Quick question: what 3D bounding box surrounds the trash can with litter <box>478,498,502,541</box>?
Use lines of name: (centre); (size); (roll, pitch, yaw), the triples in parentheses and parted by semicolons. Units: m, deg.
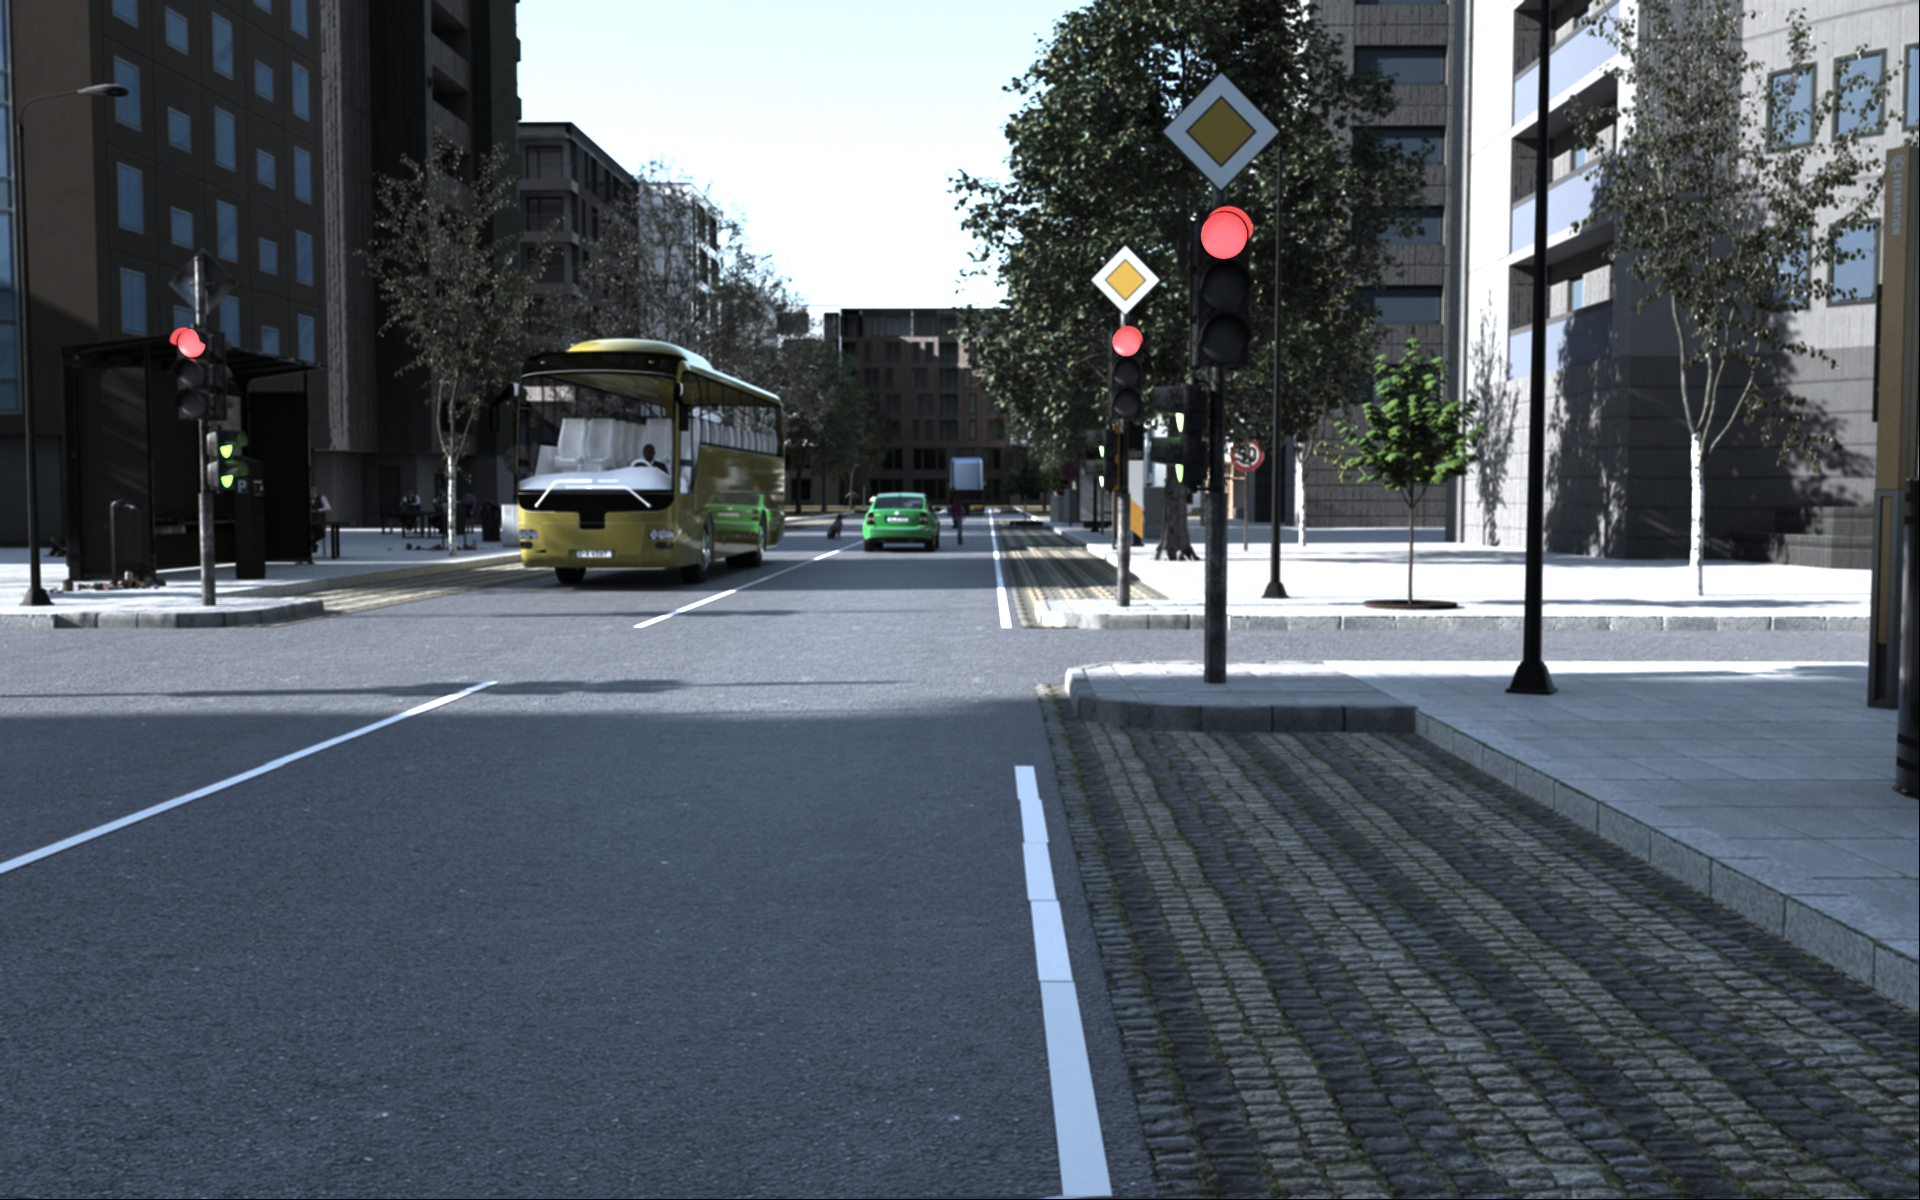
trash can with litter: (-12.496, -2.179, 47.016); (1.055, 1.170, 0.624); (-2, 4, -23)

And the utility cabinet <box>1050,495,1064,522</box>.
utility cabinet: (4.462, -4.191, 79.680); (0.306, 1.237, 1.020); (-1, 4, -19)

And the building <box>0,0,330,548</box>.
building: (-26.986, -24.258, 46.736); (14.600, 45.320, 14.200); (0, 4, 1)

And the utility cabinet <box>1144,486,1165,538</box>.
utility cabinet: (5.785, -2.489, 49.375); (0.318, 1.500, 1.173); (-3, 5, -43)

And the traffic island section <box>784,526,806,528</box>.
traffic island section: (-7.508, -3.049, 72.722); (1.991, 0.108, 1.994); (0, 4, 1)

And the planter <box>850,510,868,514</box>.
planter: (-6.720, -6.183, 122.228); (1.991, 0.319, 1.994); (0, 4, 1)

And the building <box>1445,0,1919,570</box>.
building: (27.098, -30.238, 36.384); (28.212, 58.520, 21.231); (0, 4, 1)

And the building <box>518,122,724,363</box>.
building: (-31.545, -16.382, 111.816); (27.936, 21.610, 32.646); (0, 4, 1)

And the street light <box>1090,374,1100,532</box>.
street light: (4.012, -5.240, 58.210); (1.470, 5.913, 1.316); (0, 4, 1)

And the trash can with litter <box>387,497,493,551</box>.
trash can with litter: (-12.023, -1.764, 39.900); (2.233, 1.210, 1.678); (0, 4, -1)

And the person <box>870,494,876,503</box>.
person: (-4.358, -4.716, 88.798); (0.628, 1.438, 0.799); (-3, 5, -40)

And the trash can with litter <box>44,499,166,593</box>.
trash can with litter: (-11.675, -0.761, 23.495); (1.678, 1.210, 2.233); (1, 4, 16)

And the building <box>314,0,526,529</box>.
building: (-26.312, -18.201, 69.293); (14.160, 30.474, 14.107); (0, 4, 1)

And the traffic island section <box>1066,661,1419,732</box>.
traffic island section: (1.760, 0.641, 11.801); (2.009, 0.180, 2.903); (0, 4, 1)

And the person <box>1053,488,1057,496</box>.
person: (6.784, -7.114, 123.298); (0.756, 1.711, 0.436); (-3, 5, -44)

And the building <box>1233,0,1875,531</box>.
building: (23.913, -32.829, 78.749); (21.231, 58.520, 28.212); (0, 4, 1)

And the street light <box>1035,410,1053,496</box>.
street light: (4.511, -7.477, 94.786); (1.470, 5.913, 1.316); (0, 4, 1)

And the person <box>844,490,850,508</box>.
person: (-10.468, -9.370, 160.704); (0.593, 1.643, 0.415); (-2, 4, -25)

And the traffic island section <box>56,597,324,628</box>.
traffic island section: (-8.673, 0.142, 19.958); (2.009, 0.180, 2.903); (0, 4, 1)

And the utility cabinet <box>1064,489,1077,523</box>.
utility cabinet: (5.005, -4.144, 76.433); (0.318, 1.500, 1.173); (2, 4, 33)

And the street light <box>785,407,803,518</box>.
street light: (-8.972, -7.366, 92.977); (1.470, 5.913, 1.316); (0, 4, 1)

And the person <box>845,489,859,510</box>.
person: (-8.906, -8.347, 143.218); (1.217, 1.736, 0.721); (-1, 4, -18)

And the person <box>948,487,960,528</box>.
person: (-0.258, -3.908, 73.079); (0.565, 1.739, 0.600); (3, 4, 37)

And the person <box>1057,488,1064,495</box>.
person: (9.634, -9.688, 164.449); (1.348, 1.822, 0.705); (-1, 4, -14)

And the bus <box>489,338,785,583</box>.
bus: (-5.193, -2.421, 31.132); (2.896, 3.916, 12.252); (0, 4, 2)

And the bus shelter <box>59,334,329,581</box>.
bus shelter: (-12.406, -2.283, 28.609); (1.731, 3.624, 6.357); (0, 4, 1)

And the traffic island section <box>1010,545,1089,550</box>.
traffic island section: (2.285, -1.338, 44.739); (1.991, 0.108, 1.994); (0, 4, 1)

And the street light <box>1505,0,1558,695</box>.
street light: (3.168, -2.356, 11.070); (1.470, 5.913, 1.316); (0, 4, 1)

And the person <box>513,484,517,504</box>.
person: (-11.598, -2.281, 45.550); (0.429, 1.552, 0.499); (1, 4, 14)

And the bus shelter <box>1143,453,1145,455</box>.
bus shelter: (6.163, -4.634, 69.690); (2.014, 3.302, 5.546); (0, 4, 1)

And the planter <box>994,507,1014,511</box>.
planter: (3.958, -7.874, 149.881); (1.991, 0.319, 1.994); (0, 4, 1)

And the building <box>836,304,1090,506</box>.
building: (3.503, -21.818, 200.695); (32.646, 21.610, 27.936); (0, 4, 1)

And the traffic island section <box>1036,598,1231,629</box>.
traffic island section: (1.887, 0.153, 19.785); (2.009, 0.180, 2.903); (0, 4, 1)

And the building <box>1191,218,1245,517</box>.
building: (21.494, -14.936, 100.621); (16.016, 20.091, 11.380); (0, 4, 1)

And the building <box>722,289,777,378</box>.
building: (-33.124, -17.681, 155.539); (31.486, 18.905, 16.747); (0, 4, 1)

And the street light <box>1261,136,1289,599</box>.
street light: (3.355, -2.979, 21.255); (1.470, 5.913, 1.316); (0, 4, 1)

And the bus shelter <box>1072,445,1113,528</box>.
bus shelter: (5.161, -4.201, 62.604); (2.014, 3.302, 5.546); (0, 4, 1)

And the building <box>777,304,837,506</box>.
building: (-29.145, -21.826, 200.823); (32.646, 21.610, 27.936); (0, 4, 1)

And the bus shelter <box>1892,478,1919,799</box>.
bus shelter: (4.137, -1.567, 3.248); (2.179, 5.291, 8.768); (0, 4, 1)

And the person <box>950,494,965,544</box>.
person: (0.014, -2.307, 49.456); (0.726, 1.434, 0.776); (2, 4, 33)

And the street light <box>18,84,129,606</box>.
street light: (-10.131, -2.892, 19.817); (1.470, 5.913, 1.316); (0, 4, 1)

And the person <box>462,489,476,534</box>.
person: (-15.837, -2.853, 55.921); (0.421, 1.427, 0.697); (-1, 4, -12)

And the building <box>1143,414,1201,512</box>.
building: (18.568, -12.668, 149.263); (9.099, 9.664, 28.070); (0, 4, 1)
